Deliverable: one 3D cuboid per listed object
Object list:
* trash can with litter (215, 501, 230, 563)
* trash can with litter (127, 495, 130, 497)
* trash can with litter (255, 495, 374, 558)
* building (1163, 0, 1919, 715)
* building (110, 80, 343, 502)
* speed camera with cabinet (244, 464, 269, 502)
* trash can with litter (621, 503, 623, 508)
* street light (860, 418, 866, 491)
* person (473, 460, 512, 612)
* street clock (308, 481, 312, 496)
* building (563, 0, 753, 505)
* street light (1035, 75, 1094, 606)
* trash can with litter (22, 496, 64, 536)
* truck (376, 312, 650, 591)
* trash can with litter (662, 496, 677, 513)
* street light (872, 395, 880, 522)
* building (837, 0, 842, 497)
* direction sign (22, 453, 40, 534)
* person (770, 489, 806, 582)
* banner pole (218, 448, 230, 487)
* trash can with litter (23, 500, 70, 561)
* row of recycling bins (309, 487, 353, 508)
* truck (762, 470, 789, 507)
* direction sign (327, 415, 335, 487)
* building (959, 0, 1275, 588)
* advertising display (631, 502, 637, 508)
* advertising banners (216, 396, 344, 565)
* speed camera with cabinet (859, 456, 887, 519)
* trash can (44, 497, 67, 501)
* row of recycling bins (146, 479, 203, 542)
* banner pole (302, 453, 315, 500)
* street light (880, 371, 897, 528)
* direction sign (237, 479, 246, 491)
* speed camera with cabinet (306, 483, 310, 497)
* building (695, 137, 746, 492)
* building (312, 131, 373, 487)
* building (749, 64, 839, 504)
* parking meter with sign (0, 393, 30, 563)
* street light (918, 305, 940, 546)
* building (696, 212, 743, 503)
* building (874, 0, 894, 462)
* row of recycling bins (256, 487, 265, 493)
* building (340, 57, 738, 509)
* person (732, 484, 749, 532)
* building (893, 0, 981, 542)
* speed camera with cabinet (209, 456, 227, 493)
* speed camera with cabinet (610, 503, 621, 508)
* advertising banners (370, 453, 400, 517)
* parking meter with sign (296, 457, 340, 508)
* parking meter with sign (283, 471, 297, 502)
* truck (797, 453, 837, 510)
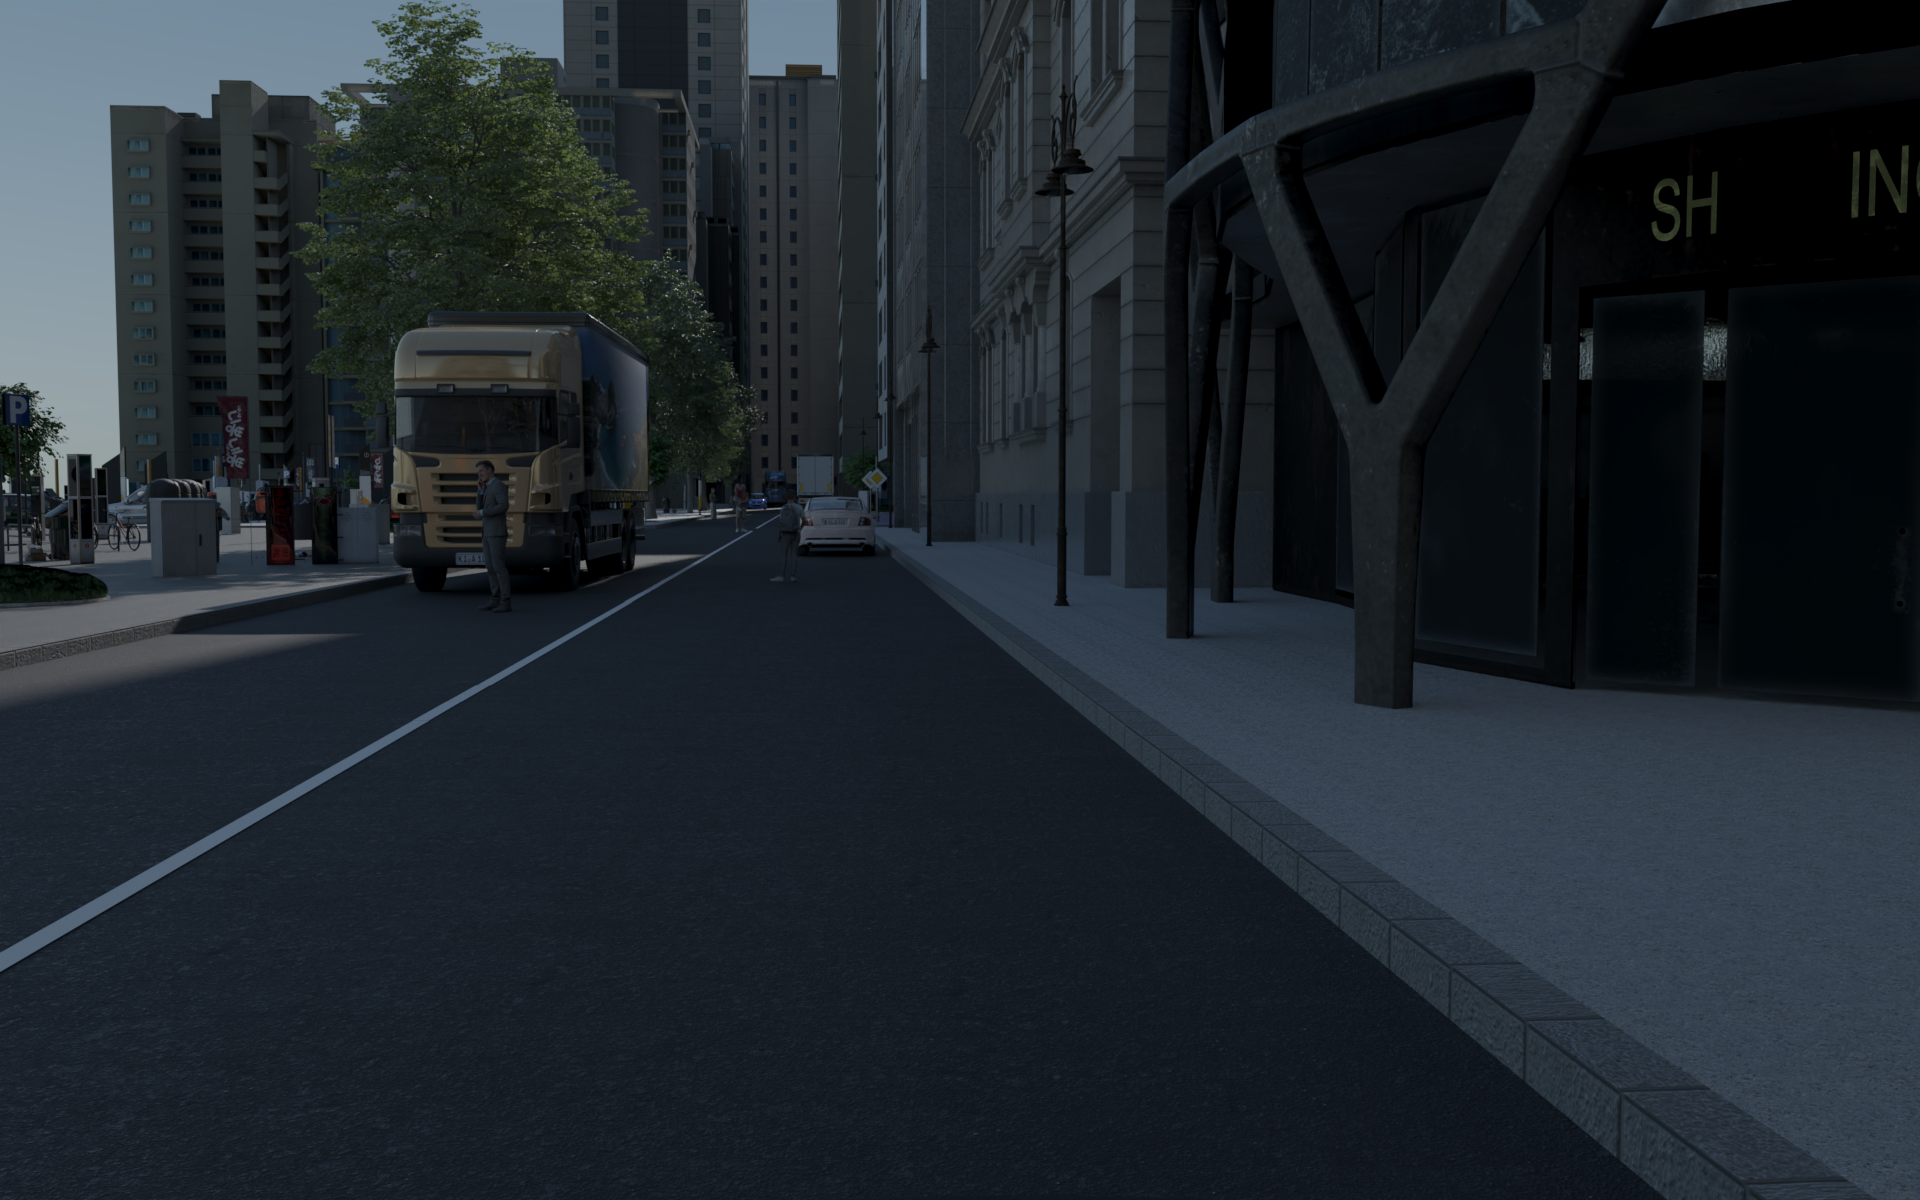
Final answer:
[{"bbox_3d":[-13.996,-1.252,31.862,0.624,1.170,1.055,1,4,14],"label":"trash can with litter"},{"bbox_3d":[-63.544,-7.419,132.359,2.233,1.210,1.678,3,5,39],"label":"trash can with litter"},{"bbox_3d":[-13.052,-1.482,35.292,2.233,1.210,1.678,0,4,-5],"label":"trash can with litter"},{"bbox_3d":[9.991,-9.000,14.595,16.820,18.784,16.811,0,4,-5],"label":"building"},{"bbox_3d":[-86.084,-35.697,207.340,21.600,48.544,21.300,0,4,-5],"label":"building"},{"bbox_3d":[-46.669,-7.367,114.791,0.660,3.252,2.038,1,4,16],"label":"speed camera with cabinet"},{"bbox_3d":[-23.342,-6.566,118.409,1.678,1.210,2.233,2,4,25],"label":"trash can with litter"},{"bbox_3d":[-5.762,-7.973,103.141,0.468,5.910,1.993,0,4,-5],"label":"street light"},{"bbox_3d":[-5.739,-0.786,21.157,0.447,1.846,0.655,-2,4,-35],"label":"person"},{"bbox_3d":[-36.688,-5.722,98.120,0.471,2.002,0.358,-1,4,-17],"label":"street clock"},{"bbox_3d":[-36.356,-47.308,211.736,20.611,71.187,20.563,0,4,-5],"label":"building"},{"bbox_3d":[1.169,-2.871,19.722,0.468,5.910,1.993,0,4,-5],"label":"street light"},{"bbox_3d":[-28.272,-2.594,53.470,1.678,1.210,2.233,1,4,20],"label":"trash can with litter"},{"bbox_3d":[-7.073,-2.451,28.992,2.839,4.237,11.283,0,4,-4],"label":"truck"},{"bbox_3d":[-19.484,-6.423,116.397,1.055,1.170,0.624,-1,4,-10],"label":"trash can with litter"},{"bbox_3d":[-3.838,-6.594,80.592,0.468,5.910,1.993,0,4,-5],"label":"street light"},{"bbox_3d":[1.311,-31.250,134.643,21.300,48.544,21.600,0,4,-5],"label":"building"},{"bbox_3d":[-30.146,-3.905,55.845,0.876,3.537,0.379,-1,4,-18],"label":"direction sign"},{"bbox_3d":[-2.810,-1.057,28.373,0.523,1.515,0.503,3,4,37],"label":"person"},{"bbox_3d":[-40.036,-6.371,94.182,0.401,3.779,0.863,2,4,32],"label":"banner pole"},{"bbox_3d":[-17.520,-1.347,33.408,0.624,1.170,1.055,3,4,38],"label":"trash can with litter"},{"bbox_3d":[-36.853,-5.792,101.814,3.534,1.692,1.069,2,4,29],"label":"row of recycling bins"},{"bbox_3d":[-21.559,-13.055,203.199,2.967,4.110,18.799,0,4,-5],"label":"truck"},{"bbox_3d":[-18.156,-3.551,50.052,0.379,3.537,0.876,-1,4,-9],"label":"direction sign"},{"bbox_3d":[7.521,-15.102,34.306,14.401,28.519,23.554,0,4,-5],"label":"building"},{"bbox_3d":[-18.987,-5.773,99.607,0.123,1.923,0.974,2,4,34],"label":"advertising display"},{"bbox_3d":[-12.244,-2.142,31.216,2.074,3.025,0.090,-1,4,-19],"label":"advertising banners"},{"bbox_3d":[-4.525,-5.864,90.212,0.660,3.252,2.038,2,4,28],"label":"speed camera with cabinet"},{"bbox_3d":[-39.455,-3.898,75.386,0.748,1.137,0.748,0,3,0],"label":"trash can"},{"bbox_3d":[-21.697,-2.502,48.020,1.069,1.692,3.534,-1,4,-12],"label":"row of recycling bins"},{"bbox_3d":[-39.398,-7.012,104.666,0.863,3.779,0.401,0,4,-6],"label":"banner pole"},{"bbox_3d":[-2.618,-5.645,65.076,0.468,5.910,1.993,0,4,-5],"label":"street light"},{"bbox_3d":[-55.820,-8.723,134.624,0.876,3.537,0.379,2,4,26],"label":"direction sign"},{"bbox_3d":[-50.249,-8.583,134.661,0.660,3.252,2.038,0,4,-1],"label":"speed camera with cabinet"},{"bbox_3d":[-31.341,-31.132,192.599,14.154,41.232,14.086,0,4,-5],"label":"building"},{"bbox_3d":[-60.881,-33.899,208.868,28.867,44.769,22.147,0,4,-5],"label":"building"},{"bbox_3d":[-30.988,-42.708,240.273,28.212,58.520,21.231,0,4,-5],"label":"building"},{"bbox_3d":[-17.234,-2.089,30.420,1.738,3.016,0.543,1,4,14],"label":"parking meter with sign"},{"bbox_3d":[-0.760,-4.261,42.462,0.468,5.910,1.993,0,4,-5],"label":"street light"},{"bbox_3d":[-29.862,-24.897,178.769,14.160,30.474,14.107,0,4,-5],"label":"building"},{"bbox_3d":[3.308,-18.843,79.790,14.107,30.474,14.160,0,4,-5],"label":"building"},{"bbox_3d":[-38.225,-5.410,95.561,1.069,1.692,3.534,-2,4,-26],"label":"row of recycling bins"},{"bbox_3d":[-36.967,-28.550,158.667,32.217,40.220,23.993,0,4,-5],"label":"building"},{"bbox_3d":[-8.306,-3.483,65.414,0.573,1.828,0.580,2,4,25],"label":"person"},{"bbox_3d":[4.277,-14.556,56.005,12.078,24.808,19.932,0,4,-5],"label":"building"},{"bbox_3d":[-38.071,-5.823,89.545,0.660,3.252,2.038,-3,4,-36],"label":"speed camera with cabinet"},{"bbox_3d":[-25.824,-8.307,130.155,0.660,3.252,2.038,2,4,29],"label":"speed camera with cabinet"},{"bbox_3d":[-23.944,-4.729,73.510,2.074,3.025,0.090,0,4,-3],"label":"advertising banners"},{"bbox_3d":[-29.842,-5.171,80.802,1.738,3.016,0.543,-3,5,-45],"label":"parking meter with sign"},{"bbox_3d":[-49.794,-8.147,129.466,0.543,3.016,1.738,1,4,13],"label":"parking meter with sign"},{"bbox_3d":[-10.302,-8.282,124.331,2.839,4.237,11.283,0,4,-4],"label":"truck"}]
